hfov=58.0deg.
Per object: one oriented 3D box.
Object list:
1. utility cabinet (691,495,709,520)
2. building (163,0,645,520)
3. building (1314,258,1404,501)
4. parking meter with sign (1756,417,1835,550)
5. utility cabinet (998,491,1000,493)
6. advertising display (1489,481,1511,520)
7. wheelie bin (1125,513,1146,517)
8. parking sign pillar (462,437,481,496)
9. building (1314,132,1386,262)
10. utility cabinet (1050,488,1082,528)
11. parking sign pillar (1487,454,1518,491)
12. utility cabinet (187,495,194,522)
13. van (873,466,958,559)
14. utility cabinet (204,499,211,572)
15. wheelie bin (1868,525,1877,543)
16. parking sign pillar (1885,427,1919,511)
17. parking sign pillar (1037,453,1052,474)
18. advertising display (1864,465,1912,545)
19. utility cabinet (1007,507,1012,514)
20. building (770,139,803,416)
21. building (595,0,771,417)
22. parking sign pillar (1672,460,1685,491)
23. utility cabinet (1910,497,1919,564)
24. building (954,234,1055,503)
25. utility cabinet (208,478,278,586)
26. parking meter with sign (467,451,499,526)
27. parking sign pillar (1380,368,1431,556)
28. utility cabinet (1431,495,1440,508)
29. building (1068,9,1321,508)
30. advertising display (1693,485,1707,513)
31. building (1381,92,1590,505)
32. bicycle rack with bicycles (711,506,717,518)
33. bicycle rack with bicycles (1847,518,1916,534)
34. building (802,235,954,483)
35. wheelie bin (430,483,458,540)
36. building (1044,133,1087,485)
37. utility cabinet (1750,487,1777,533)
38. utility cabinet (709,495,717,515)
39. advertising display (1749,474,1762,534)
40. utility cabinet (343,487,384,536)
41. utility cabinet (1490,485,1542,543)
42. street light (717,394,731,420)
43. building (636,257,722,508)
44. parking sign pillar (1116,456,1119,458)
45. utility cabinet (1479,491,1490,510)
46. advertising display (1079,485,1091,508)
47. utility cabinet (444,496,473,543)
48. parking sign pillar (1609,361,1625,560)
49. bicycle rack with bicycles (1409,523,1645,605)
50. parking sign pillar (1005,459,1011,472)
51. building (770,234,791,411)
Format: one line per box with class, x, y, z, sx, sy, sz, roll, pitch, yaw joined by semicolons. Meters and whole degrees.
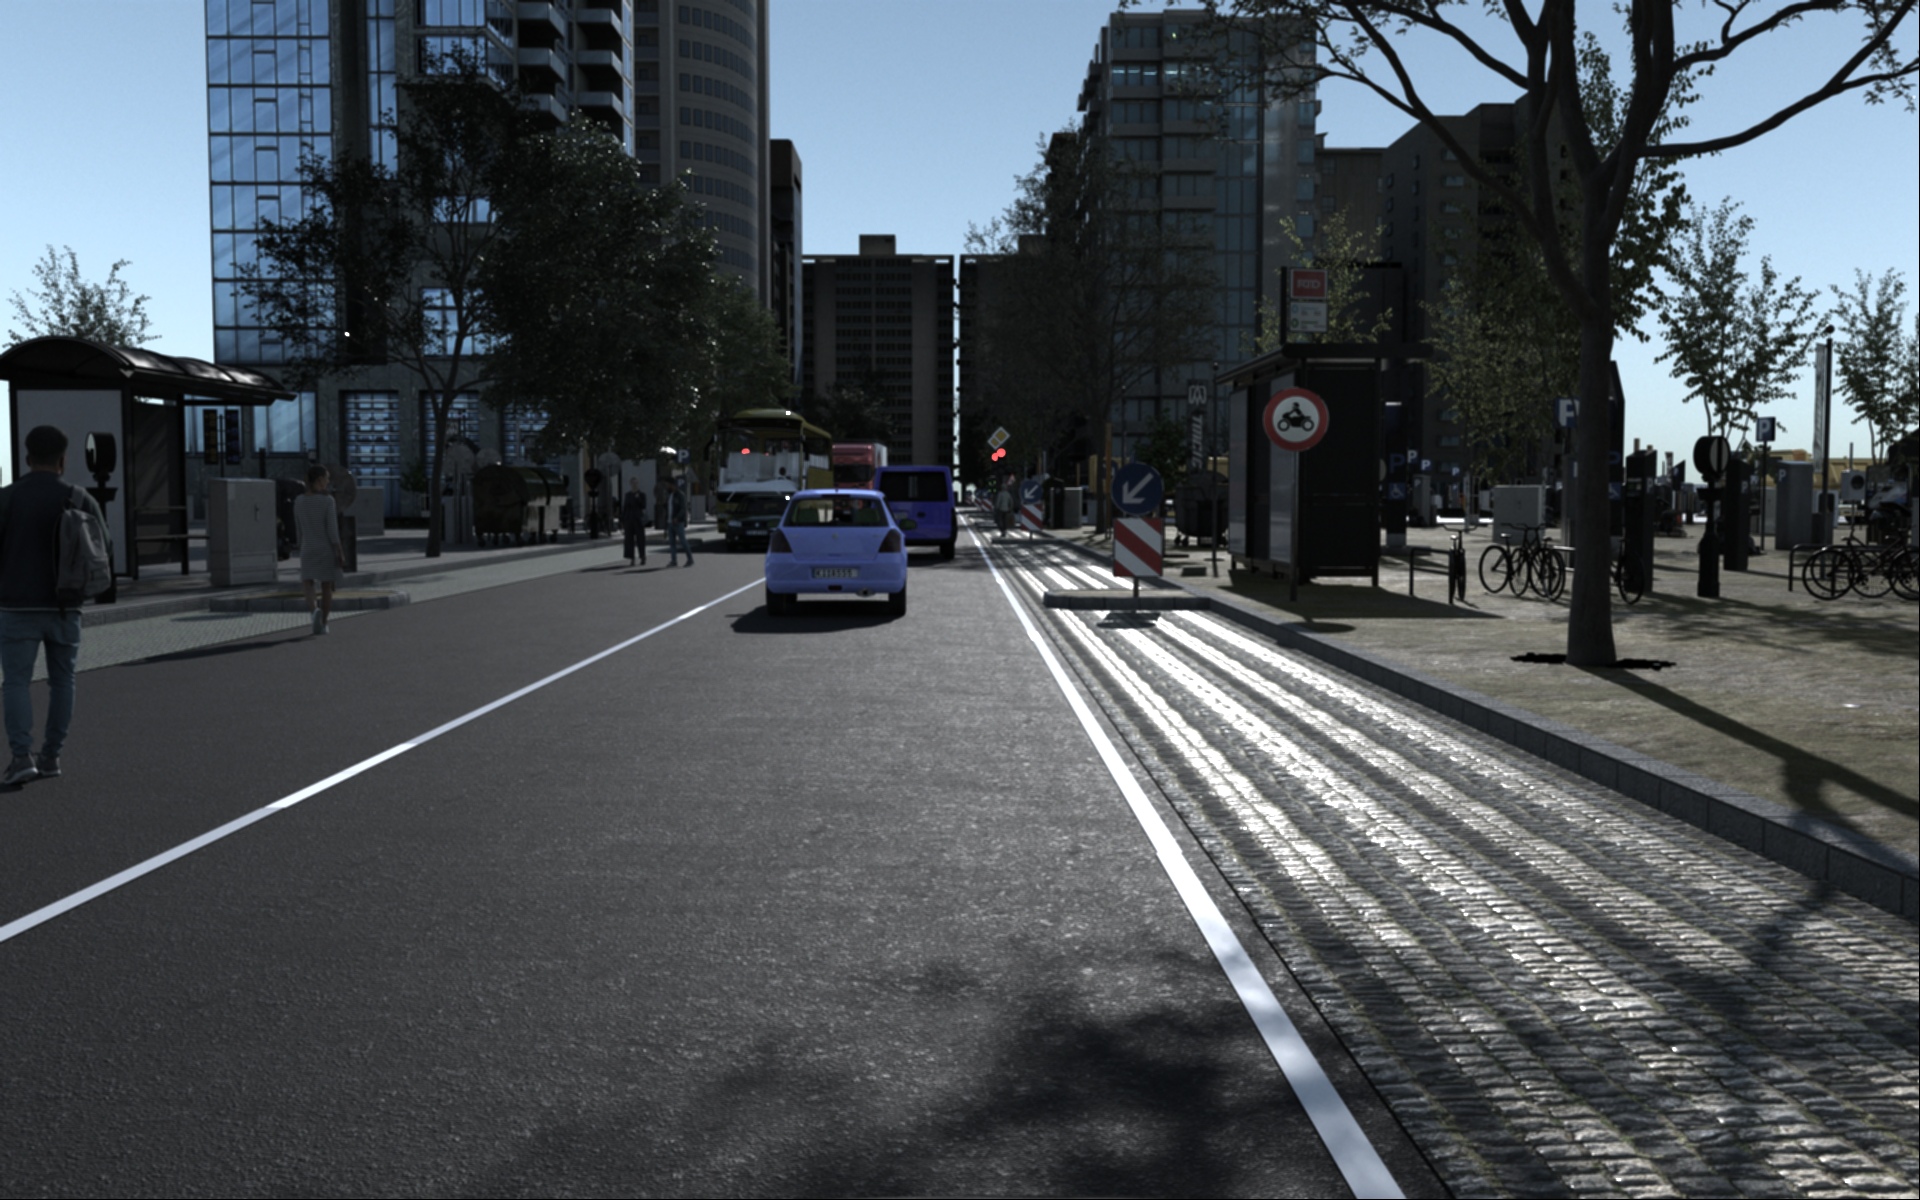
utility cabinet;-12.969;-4.568;85.849;0.306;1.237;1.020;1;4;19
building;-30.414;-48.154;99.993;22.319;86.520;31.000;0;4;0
building;46.497;-27.184;216.163;14.107;30.474;14.160;0;4;0
parking meter with sign;19.092;-2.647;39.545;1.738;3.016;0.543;-1;4;-12
utility cabinet;3.392;-7.272;127.577;1.173;1.500;0.318;-1;4;-11
advertising display;26.171;-4.816;83.959;0.974;1.923;0.123;3;4;36
wheelie bin;6.057;-3.162;59.600;0.693;1.594;0.980;-3;4;-38
parking sign pillar;-22.771;-5.676;81.275;1.447;3.967;1.447;2;4;30
building;60.128;-41.062;260.600;27.495;52.752;28.713;0;4;0
utility cabinet;3.984;-3.454;65.152;1.173;1.500;0.318;1;4;23
parking sign pillar;36.522;-7.847;116.763;1.447;3.967;1.447;3;4;36
utility cabinet;-35.922;-4.220;80.162;0.306;1.237;1.020;1;4;11
van;-1.104;-2.175;39.945;2.240;2.365;5.245;0;4;-2
utility cabinet;-12.345;-1.097;29.101;0.306;1.237;1.020;0;4;-2
wheelie bin;24.442;-2.325;45.919;0.693;1.594;0.980;1;4;8
parking sign pillar;36.028;-4.745;66.046;1.447;3.967;1.447;1;4;8
parking sign pillar;5.213;-7.224;106.577;1.447;3.967;1.447;-1;4;-20
advertising display;20.597;-2.033;38.460;0.123;1.923;0.974;-2;4;-33
utility cabinet;3.192;-6.316;114.425;0.306;1.237;1.020;-1;4;-23
building;-27.200;-34.530;214.683;14.200;45.320;14.600;0;4;0
building;-30.395;-38.335;168.781;21.231;58.520;28.212;0;4;0
parking sign pillar;56.144;-9.019;135.934;1.447;3.967;1.447;0;4;5
utility cabinet;17.996;-1.255;31.675;0.306;1.237;1.020;-3;5;-43
building;11.481;-34.862;261.868;23.993;40.220;32.217;0;4;0
utility cabinet;-10.099;-0.964;24.448;0.318;1.500;1.173;1;4;10
parking meter with sign;-19.602;-4.518;70.134;1.738;3.016;0.543;-2;4;-31
parking sign pillar;9.225;-2.940;36.539;1.447;3.967;1.447;1;4;14
utility cabinet;32.610;-6.584;118.814;0.306;1.237;1.020;3;4;37
building;23.559;-34.092;177.012;23.786;49.044;30.456;0;4;0
advertising display;50.306;-6.888;117.827;0.974;1.923;0.123;0;4;-2
building;64.571;-35.987;212.083;21.600;48.544;21.300;0;4;0
bicycle rack with bicycles;-11.782;-4.801;91.877;2.925;0.926;2.852;0;4;0
bicycle rack with bicycles;33.413;-2.952;61.654;2.852;0.926;2.925;3;5;39
building;-12.515;-34.886;262.265;23.993;40.220;32.217;0;4;0
wheelie bin;-14.340;-2.467;48.238;0.693;1.594;0.980;-3;4;-36
building;21.386;-33.809;207.402;22.147;44.769;28.867;0;4;0
utility cabinet;26.283;-2.933;56.636;1.173;1.500;0.318;-3;5;-39
utility cabinet;-14.985;-5.840;106.642;1.020;1.237;0.306;1;4;14
advertising display;25.263;-3.092;55.773;0.974;1.923;0.123;1;4;10
utility cabinet;-18.204;-2.702;52.849;1.173;1.500;0.318;-1;4;-20
utility cabinet;14.392;-2.205;44.738;1.173;1.500;0.318;3;4;37
street light;-10.851;-6.541;79.739;0.468;5.910;1.993;0;4;0
building;-34.891;-18.030;139.823;27.650;21.520;28.899;0;4;0
parking sign pillar;11.590;-8.167;121.999;1.447;3.967;1.447;1;4;17
utility cabinet;33.039;-6.069;107.911;1.173;1.500;0.318;-1;4;-12
advertising display;8.910;-7.247;123.706;0.974;1.923;0.123;2;4;30
utility cabinet;-13.256;-2.121;45.848;0.306;1.237;1.020;1;4;13
parking sign pillar;12.889;-2.813;34.468;1.447;3.967;1.447;1;4;13
bicycle rack with bicycles;6.749;-0.482;21.256;2.852;0.926;2.925;0;4;1
parking sign pillar;3.700;-8.838;132.976;1.447;3.967;1.447;0;4;2
building;-26.247;-25.632;190.790;14.160;30.474;14.107;0;4;0
